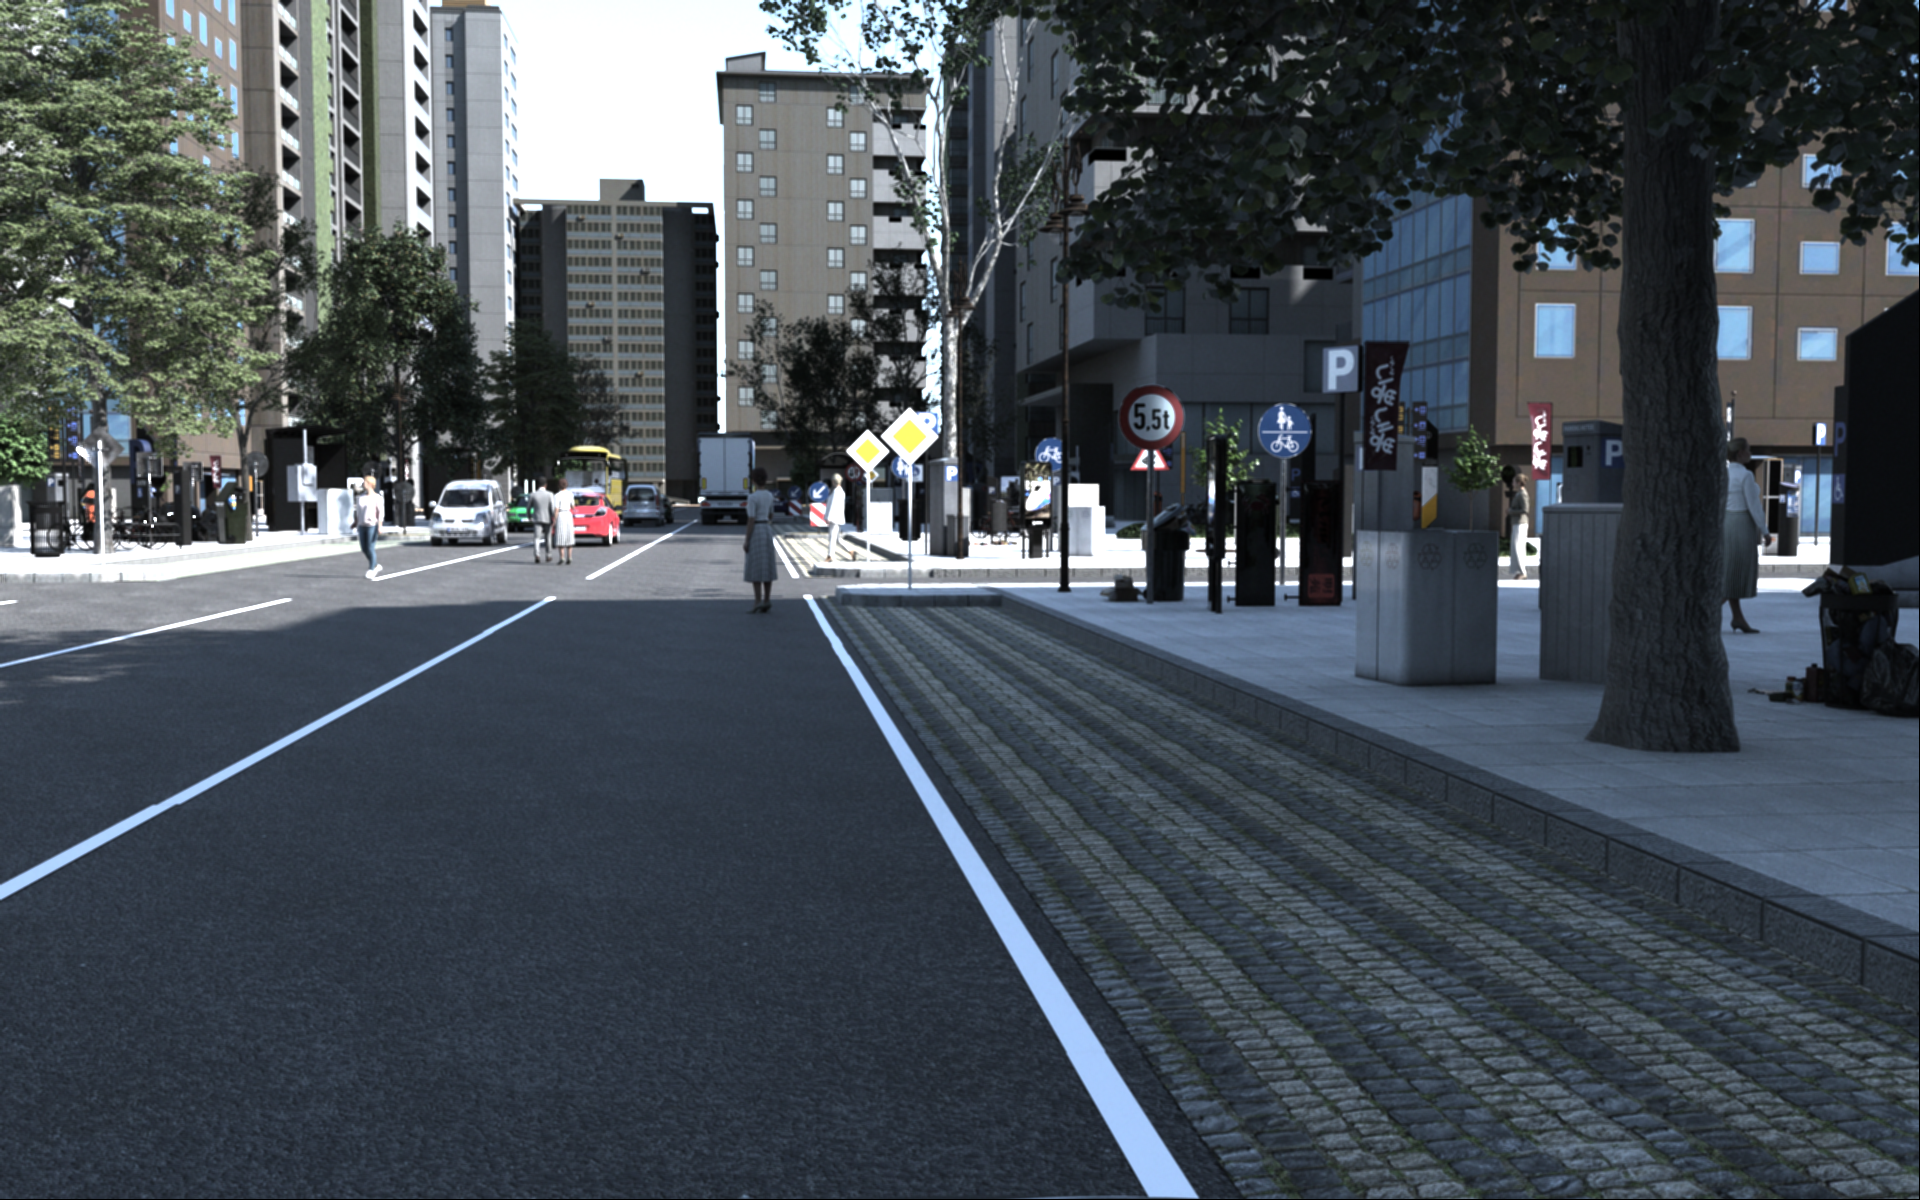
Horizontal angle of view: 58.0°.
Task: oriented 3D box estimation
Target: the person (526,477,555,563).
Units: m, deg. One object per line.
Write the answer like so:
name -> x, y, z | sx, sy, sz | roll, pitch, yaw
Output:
person -> -8.771, -1.685, 36.325 | 0.678, 1.792, 0.850 | 0, 4, -4

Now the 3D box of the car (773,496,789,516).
car -> -12.192, -6.266, 115.028 | 1.945, 1.354, 3.894 | 0, 4, -7

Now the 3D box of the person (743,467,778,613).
person -> -2.470, -0.724, 20.908 | 0.524, 1.755, 0.480 | 2, 4, 34

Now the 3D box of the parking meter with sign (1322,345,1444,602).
parking meter with sign -> 5.172, -1.514, 21.016 | 1.738, 3.016, 0.543 | -3, 4, -37

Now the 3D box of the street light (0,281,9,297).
street light -> -16.708, -3.470, 29.526 | 0.468, 5.910, 1.993 | 0, 4, -7

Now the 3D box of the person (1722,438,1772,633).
person -> 7.074, -0.588, 15.884 | 0.641, 1.798, 0.478 | 0, 4, -3

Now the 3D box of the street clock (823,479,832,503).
street clock -> -6.365, -4.798, 83.019 | 0.358, 2.002, 0.471 | -3, 5, -40

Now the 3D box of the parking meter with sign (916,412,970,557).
parking meter with sign -> -0.338, -2.438, 36.124 | 0.543, 3.016, 1.738 | -2, 4, -28

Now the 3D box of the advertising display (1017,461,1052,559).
advertising display -> 1.504, -1.784, 34.375 | 0.123, 1.923, 0.974 | 3, 4, 36

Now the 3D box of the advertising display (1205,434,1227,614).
advertising display -> 2.801, -0.842, 18.988 | 0.123, 1.923, 0.974 | 0, 4, 2

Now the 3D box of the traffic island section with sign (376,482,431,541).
traffic island section with sign -> -17.360, -2.775, 54.002 | 1.989, 1.847, 2.006 | 0, 4, -7

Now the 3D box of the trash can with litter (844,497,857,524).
trash can with litter -> -4.651, -3.930, 75.648 | 0.624, 1.170, 1.055 | -2, 4, -30

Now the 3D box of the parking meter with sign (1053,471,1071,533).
parking meter with sign -> 3.353, -3.716, 57.023 | 0.543, 3.016, 1.738 | 2, 4, 31

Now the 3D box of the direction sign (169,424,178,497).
direction sign -> -24.704, -3.819, 54.445 | 0.379, 3.537, 0.876 | -3, 4, -37

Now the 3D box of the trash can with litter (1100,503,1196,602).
trash can with litter -> 2.253, -0.573, 20.757 | 1.055, 1.170, 0.624 | -1, 4, -14

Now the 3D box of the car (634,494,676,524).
car -> -15.079, -4.493, 85.253 | 2.131, 1.459, 4.920 | 0, 4, -7

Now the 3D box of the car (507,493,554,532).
car -> -16.178, -3.504, 66.079 | 1.959, 1.807, 4.718 | 0, 4, -7

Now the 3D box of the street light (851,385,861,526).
street light -> -4.231, -5.929, 69.726 | 0.468, 5.910, 1.993 | 0, 4, -7

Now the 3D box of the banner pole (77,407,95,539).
banner pole -> -25.165, -3.644, 49.595 | 0.401, 3.779, 0.863 | -3, 4, -39

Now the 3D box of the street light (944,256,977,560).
street light -> 0.002, -3.734, 33.839 | 0.468, 5.910, 1.993 | 0, 4, -7

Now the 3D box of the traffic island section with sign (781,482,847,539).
traffic island section with sign -> -4.697, -2.904, 56.110 | 1.989, 1.847, 2.006 | 0, 4, -7

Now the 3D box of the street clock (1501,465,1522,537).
street clock -> 13.690, -2.353, 43.041 | 0.358, 2.002, 0.471 | -2, 4, -27

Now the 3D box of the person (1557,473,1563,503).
person -> 12.499, -1.794, 35.607 | 0.478, 1.798, 0.641 | 1, 4, 21

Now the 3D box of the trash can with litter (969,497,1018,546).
trash can with litter -> 0.619, -1.978, 43.401 | 2.233, 1.210, 1.678 | -3, 5, -43

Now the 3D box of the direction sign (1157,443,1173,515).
direction sign -> 6.209, -3.807, 54.234 | 0.876, 3.537, 0.379 | 1, 4, 9

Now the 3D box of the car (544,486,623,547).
car -> -10.602, -2.428, 48.735 | 2.155, 1.783, 4.494 | 0, 4, -7

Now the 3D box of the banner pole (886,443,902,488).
banner pole -> -2.748, -4.951, 70.969 | 0.863, 3.779, 0.401 | -1, 4, -17

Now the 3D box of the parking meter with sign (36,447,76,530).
parking meter with sign -> -32.653, -4.059, 62.630 | 0.543, 3.016, 1.738 | 1, 4, 13

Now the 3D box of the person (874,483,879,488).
person -> -4.063, -4.897, 86.019 | 0.836, 1.842, 0.656 | -3, 5, -45

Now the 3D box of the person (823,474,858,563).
person -> -2.447, -1.634, 35.097 | 0.818, 1.842, 0.514 | -1, 4, -14

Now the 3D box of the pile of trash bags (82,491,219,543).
pile of trash bags -> -21.417, -2.213, 45.940 | 1.912, 1.369, 3.447 | 3, 5, 44

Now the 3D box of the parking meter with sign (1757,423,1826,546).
parking meter with sign -> 20.554, -2.871, 43.205 | 0.543, 3.016, 1.738 | -3, 5, -40

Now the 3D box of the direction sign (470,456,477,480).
direction sign -> -28.924, -6.821, 103.527 | 0.876, 3.537, 0.379 | 0, 4, 0

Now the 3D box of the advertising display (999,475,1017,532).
advertising display -> 1.817, -3.267, 58.621 | 0.974, 1.923, 0.123 | 1, 4, 17

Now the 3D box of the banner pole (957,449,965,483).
banner pole -> -0.096, -6.477, 95.908 | 0.401, 3.779, 0.863 | 0, 4, 5

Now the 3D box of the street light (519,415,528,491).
street light -> -25.553, -7.873, 101.503 | 0.468, 5.910, 1.993 | 0, 4, -7

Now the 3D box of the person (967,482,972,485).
person -> 0.329, -4.497, 79.484 | 0.836, 1.842, 0.656 | 0, 4, -1

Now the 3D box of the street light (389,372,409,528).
street light -> -21.221, -5.682, 65.686 | 0.468, 5.910, 1.993 | 0, 4, -7

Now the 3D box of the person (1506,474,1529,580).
person -> 9.073, -1.173, 28.221 | 0.362, 1.759, 0.519 | 1, 4, 16

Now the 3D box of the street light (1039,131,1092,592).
street light -> 1.373, -3.046, 22.591 | 0.468, 5.910, 1.993 | 0, 4, -7

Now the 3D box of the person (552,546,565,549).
person -> -10.529, -1.998, 45.446 | 0.394, 1.301, 0.425 | 1, 4, 22

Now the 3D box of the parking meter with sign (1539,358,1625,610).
parking meter with sign -> 6.731, -1.347, 18.289 | 0.543, 3.016, 1.738 | -1, 4, -12

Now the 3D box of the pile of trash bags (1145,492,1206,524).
pile of trash bags -> 8.156, -3.127, 60.879 | 3.447, 1.369, 1.912 | -1, 4, -14

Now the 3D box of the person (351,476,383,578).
person -> -10.149, -1.259, 29.758 | 0.731, 1.740, 0.598 | 1, 4, 13

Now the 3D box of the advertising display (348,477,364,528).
advertising display -> -22.836, -3.664, 65.128 | 0.123, 1.923, 0.974 | 2, 4, 33

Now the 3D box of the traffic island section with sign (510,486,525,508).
traffic island section with sign -> -20.704, -4.432, 81.089 | 1.989, 1.847, 2.006 | 0, 4, -7

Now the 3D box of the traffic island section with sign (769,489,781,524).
traffic island section with sign -> -8.018, -4.540, 82.861 | 1.989, 1.847, 2.006 | 0, 4, -7

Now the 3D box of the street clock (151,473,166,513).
street clock -> -24.241, -2.922, 52.348 | 0.471, 2.002, 0.358 | -2, 4, -28

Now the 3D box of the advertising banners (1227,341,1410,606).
advertising banners -> 4.102, -1.444, 19.802 | 2.074, 3.025, 0.090 | 0, 4, -4

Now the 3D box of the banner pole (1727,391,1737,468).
banner pole -> 18.602, -3.172, 41.875 | 0.401, 3.779, 0.863 | 3, 4, 37

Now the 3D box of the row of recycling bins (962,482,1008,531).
row of recycling bins -> 0.372, -3.282, 60.781 | 1.069, 1.692, 3.534 | 3, 5, 40

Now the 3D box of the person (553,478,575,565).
person -> -8.093, -1.603, 35.275 | 0.480, 1.755, 0.524 | -3, 5, -42

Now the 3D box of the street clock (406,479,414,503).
street clock -> -26.345, -4.797, 83.002 | 0.358, 2.002, 0.471 | -3, 4, -38

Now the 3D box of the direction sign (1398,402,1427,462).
direction sign -> 10.990, -3.090, 42.516 | 0.876, 3.537, 0.379 | 0, 4, 7

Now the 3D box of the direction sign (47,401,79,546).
direction sign -> -21.968, -3.087, 42.467 | 0.379, 3.537, 0.876 | 1, 4, 20

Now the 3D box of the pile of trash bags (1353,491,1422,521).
pile of trash bags -> 12.862, -2.749, 54.705 | 3.447, 1.369, 1.912 | 0, 4, 7

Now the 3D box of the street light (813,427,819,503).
street light -> -8.752, -8.118, 105.519 | 0.468, 5.910, 1.993 | 0, 4, -7
